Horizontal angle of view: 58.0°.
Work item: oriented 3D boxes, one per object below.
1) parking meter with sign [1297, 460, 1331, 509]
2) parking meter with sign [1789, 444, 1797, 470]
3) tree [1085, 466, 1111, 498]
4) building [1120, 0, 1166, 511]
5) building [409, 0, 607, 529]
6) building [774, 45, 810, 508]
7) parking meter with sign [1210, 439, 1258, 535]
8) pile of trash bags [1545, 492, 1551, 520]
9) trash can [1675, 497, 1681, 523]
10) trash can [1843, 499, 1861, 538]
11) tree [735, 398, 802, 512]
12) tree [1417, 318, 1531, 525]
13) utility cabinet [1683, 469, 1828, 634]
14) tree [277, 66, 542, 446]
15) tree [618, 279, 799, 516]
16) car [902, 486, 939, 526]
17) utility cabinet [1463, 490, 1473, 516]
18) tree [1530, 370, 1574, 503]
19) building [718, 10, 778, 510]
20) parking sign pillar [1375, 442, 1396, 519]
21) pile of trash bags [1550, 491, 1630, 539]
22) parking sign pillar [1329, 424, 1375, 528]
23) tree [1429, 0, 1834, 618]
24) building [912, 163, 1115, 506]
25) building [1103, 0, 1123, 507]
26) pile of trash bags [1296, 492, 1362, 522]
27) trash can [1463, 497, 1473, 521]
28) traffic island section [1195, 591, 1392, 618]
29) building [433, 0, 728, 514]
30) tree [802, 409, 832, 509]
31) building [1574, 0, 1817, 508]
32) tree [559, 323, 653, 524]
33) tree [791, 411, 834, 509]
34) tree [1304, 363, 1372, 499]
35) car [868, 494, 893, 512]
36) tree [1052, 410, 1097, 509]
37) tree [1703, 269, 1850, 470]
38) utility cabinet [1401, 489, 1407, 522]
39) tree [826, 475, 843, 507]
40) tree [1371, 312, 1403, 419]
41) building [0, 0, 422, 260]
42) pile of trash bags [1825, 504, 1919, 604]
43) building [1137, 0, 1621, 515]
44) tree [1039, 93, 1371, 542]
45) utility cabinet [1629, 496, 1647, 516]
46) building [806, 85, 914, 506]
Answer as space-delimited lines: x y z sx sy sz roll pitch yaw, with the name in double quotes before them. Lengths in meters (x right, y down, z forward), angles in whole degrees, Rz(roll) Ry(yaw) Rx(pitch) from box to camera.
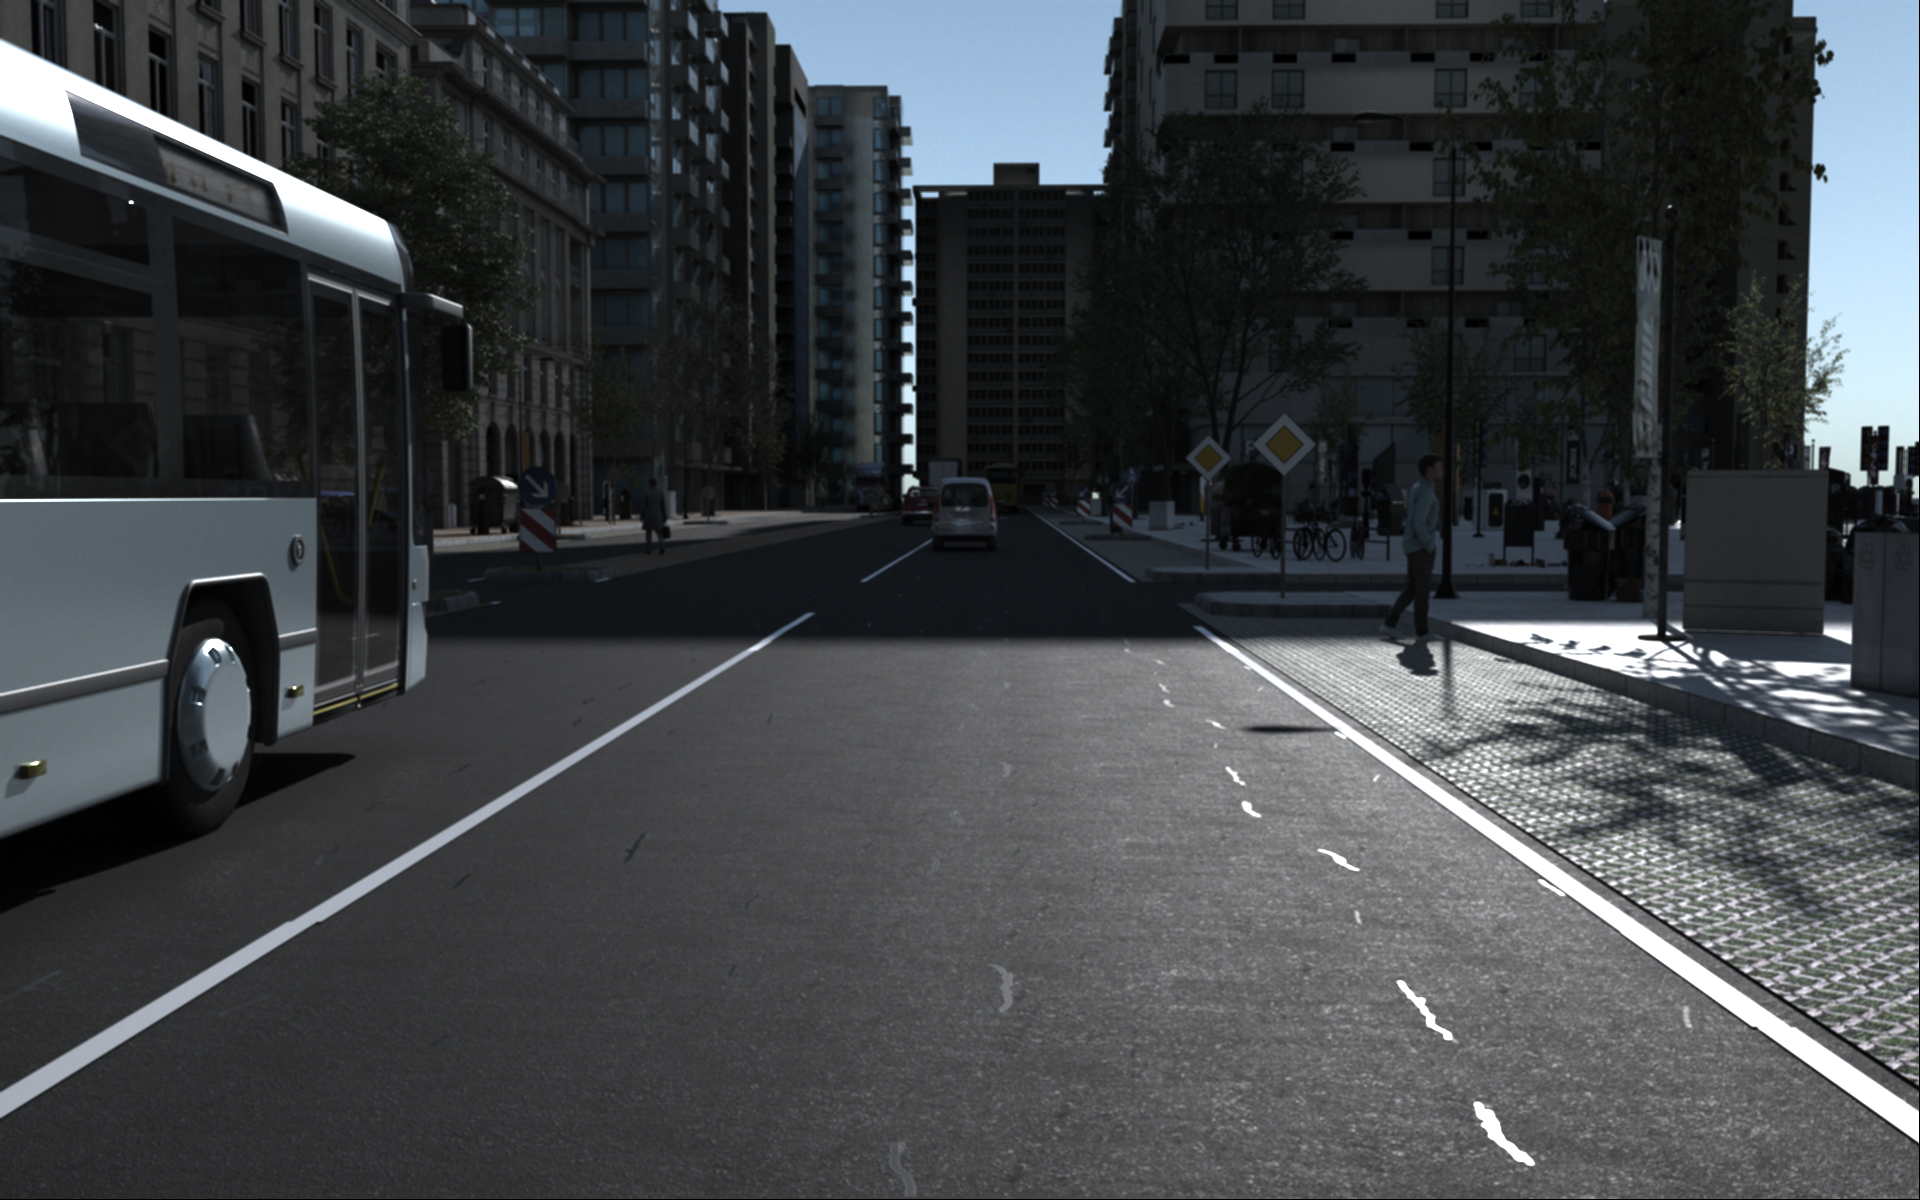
"parking meter with sign" 18.439 -5.740 90.105 1.738 3.016 0.543 1 4 22
"parking meter with sign" 29.903 -3.942 60.708 1.738 3.016 0.543 0 4 -4
"tree" 10.072 -7.912 123.957 1.663 3.219 1.824 0 3 0
"building" 19.839 -27.836 138.721 14.154 41.232 14.086 0 4 2
"building" -24.499 -14.237 74.576 13.314 21.916 24.055 0 4 2
"building" -22.790 -31.853 170.915 14.200 45.320 14.600 0 4 2
"parking meter with sign" 8.623 -3.567 54.589 1.738 3.016 0.543 -3 5 -40
"pile of trash bags" 29.436 -4.631 85.461 1.912 1.369 3.447 0 4 7
"trash can" 31.916 -4.037 77.652 0.748 1.137 0.748 0 3 0
"trash can" 25.762 -2.367 50.362 0.748 1.137 0.748 0 3 0
"tree" -14.110 -10.687 125.087 4.360 8.622 3.978 0 3 0
"tree" 21.226 -7.447 72.114 4.360 8.622 3.978 0 3 0
"utility cabinet" 7.323 -0.445 15.960 1.173 1.500 0.318 2 4 27
"tree" -14.909 -7.858 46.608 7.486 12.596 7.792 0 3 0
"tree" -14.339 -11.556 99.306 12.009 13.543 11.850 0 3 0
"car" -1.583 -4.377 80.241 2.281 1.827 5.304 0 4 2
"utility cabinet" 29.855 -5.649 101.040 0.318 1.500 1.173 -1 4 -21
"tree" 33.423 -9.208 100.909 4.360 8.622 3.978 0 3 0
"building" -23.038 -28.096 142.965 14.154 41.232 14.086 0 4 2
"parking sign pillar" 21.962 -6.207 89.960 1.447 3.967 1.447 -2 4 -28
"pile of trash bags" 17.789 -2.360 48.333 1.912 1.369 3.447 1 4 11
"parking sign pillar" 14.760 -4.725 65.729 1.447 3.967 1.447 0 4 1
"tree" 7.163 -4.134 17.954 4.737 8.622 4.395 0 3 0
"building" 6.609 -31.445 205.999 23.993 40.220 32.217 0 4 2
"building" 24.810 -33.087 160.585 23.786 49.044 30.456 0 4 2
"pile of trash bags" 17.258 -4.325 80.460 1.912 1.369 3.447 -3 4 -36
"trash can" 24.650 -4.398 83.567 0.748 1.137 0.748 0 3 0
"traffic island section" 3.996 0.056 21.360 2.009 0.180 2.903 0 4 2
"building" -28.436 -30.644 120.635 23.786 49.044 30.456 0 4 2
"tree" -13.104 -12.103 148.254 4.360 8.622 3.978 0 3 0
"building" 68.200 -33.095 164.806 21.600 48.544 21.300 0 4 2
"tree" -15.088 -7.590 74.455 4.737 8.622 4.395 0 3 0
"tree" -12.881 -12.406 153.205 4.737 8.622 4.395 0 3 0
"tree" 21.198 -8.989 97.325 4.737 8.622 4.395 0 3 0
"car" -6.470 -8.066 142.107 2.015 1.641 3.980 0 4 3
"tree" 9.904 -12.313 151.673 4.737 8.622 4.395 0 3 0
"tree" 26.878 -6.538 57.258 4.360 8.622 3.978 0 3 0
"utility cabinet" 19.913 -4.304 79.050 0.318 1.500 1.173 -1 4 -20
"tree" -12.822 -11.264 178.769 1.663 3.219 1.824 0 3 0
"tree" 17.895 -6.972 64.360 4.737 8.622 4.395 0 3 0
"building" -26.929 -13.083 47.183 16.112 22.955 30.059 0 4 2
"pile of trash bags" 11.877 -0.669 20.698 3.447 1.369 1.912 0 4 3
"building" 26.314 -32.292 117.217 28.713 52.752 27.495 0 4 2
"tree" 7.037 -7.378 46.382 9.928 11.665 9.643 0 3 0
"utility cabinet" 23.218 -2.942 59.266 0.306 1.237 1.020 0 4 -1
"building" -20.701 -35.677 202.927 30.456 49.044 23.786 0 4 2
